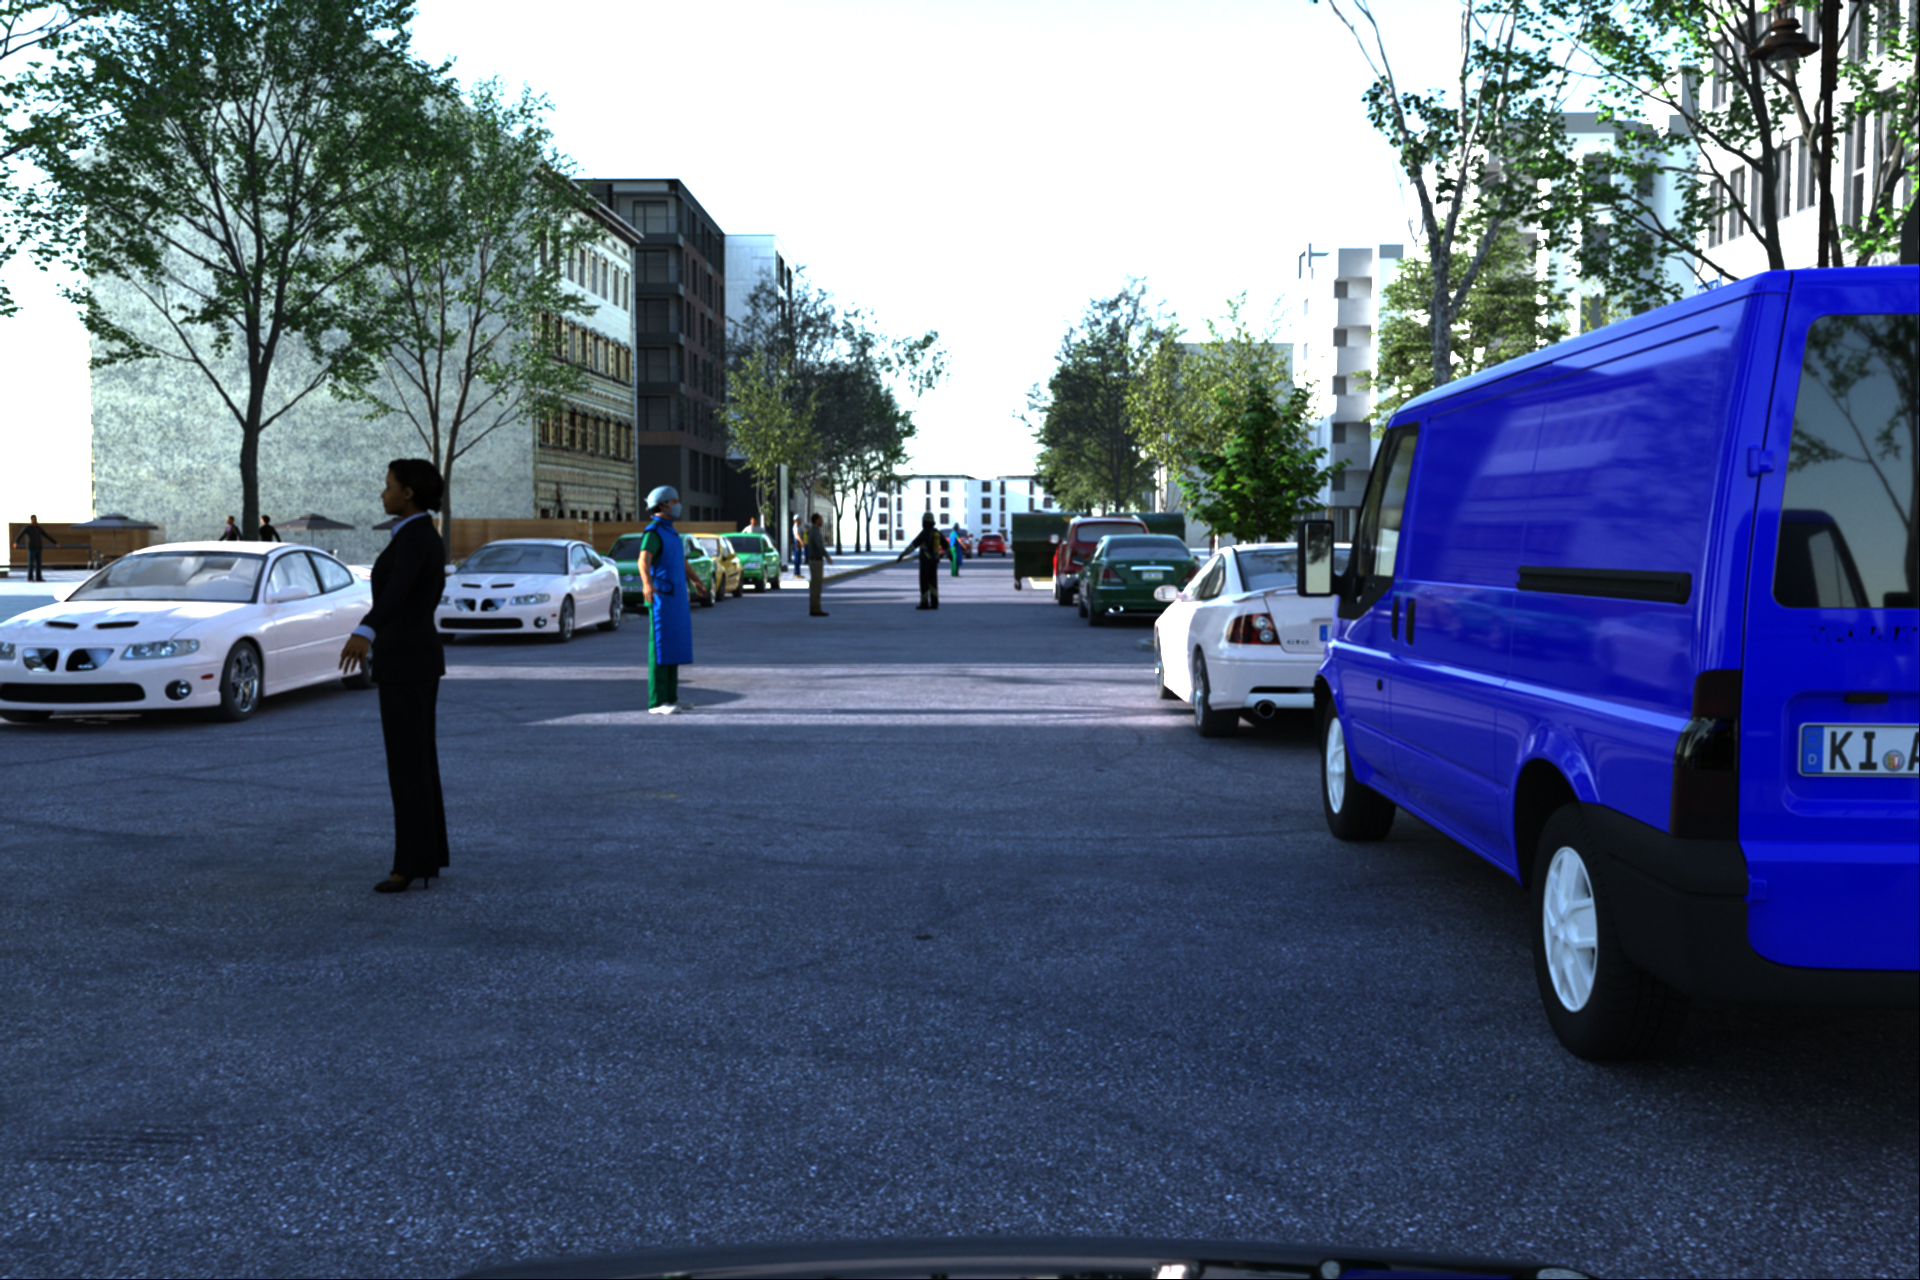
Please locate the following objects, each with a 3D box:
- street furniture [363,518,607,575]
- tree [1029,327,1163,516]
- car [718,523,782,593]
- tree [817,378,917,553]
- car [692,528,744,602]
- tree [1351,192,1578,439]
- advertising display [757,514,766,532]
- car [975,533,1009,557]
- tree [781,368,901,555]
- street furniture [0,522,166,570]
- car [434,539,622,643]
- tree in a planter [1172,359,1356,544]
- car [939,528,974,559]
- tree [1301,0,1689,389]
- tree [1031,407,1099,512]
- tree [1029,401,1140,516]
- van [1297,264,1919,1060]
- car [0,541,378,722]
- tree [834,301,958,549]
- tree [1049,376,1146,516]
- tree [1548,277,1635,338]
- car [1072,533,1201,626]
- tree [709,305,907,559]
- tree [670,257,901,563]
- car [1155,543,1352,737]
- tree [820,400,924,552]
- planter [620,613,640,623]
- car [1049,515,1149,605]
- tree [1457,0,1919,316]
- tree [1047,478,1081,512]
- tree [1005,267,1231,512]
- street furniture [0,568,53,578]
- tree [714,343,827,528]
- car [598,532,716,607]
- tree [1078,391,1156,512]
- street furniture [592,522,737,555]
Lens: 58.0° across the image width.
[{"bbox_3d":[-12.410,-2.664,50.414,11.010,1.723,9.812,-1,4,-8],"label":"street furniture"},{"bbox_3d":[7.558,-10.847,95.474,7.486,12.596,7.792,0,3,0],"label":"tree"},{"bbox_3d":[-5.594,-2.136,43.713,1.959,1.807,4.718,0,4,1],"label":"car"},{"bbox_3d":[-6.802,-11.624,115.809,9.928,11.665,9.643,0,3,0],"label":"tree"},{"bbox_3d":[-5.838,-1.700,38.026,2.015,1.641,3.980,0,4,2],"label":"car"},{"bbox_3d":[17.001,-8.577,58.357,7.486,12.596,7.792,0,3,0],"label":"tree"},{"bbox_3d":[-6.279,-3.030,54.753,0.123,1.923,0.974,0,4,3],"label":"advertising display"},{"bbox_3d":[2.041,-6.235,110.989,2.155,1.783,4.494,0,4,1],"label":"car"},{"bbox_3d":[-7.326,-10.965,105.026,9.928,11.665,9.643,0,3,0],"label":"tree"},{"bbox_3d":[-31.252,-3.575,65.300,9.812,1.723,11.010,-1,4,-18],"label":"street furniture"},{"bbox_3d":[-6.041,-0.732,24.335,2.083,1.381,4.827,0,4,2],"label":"car"},{"bbox_3d":[3.064,-1.254,17.718,1.991,3.239,1.994,0,4,1],"label":"tree in a planter"},{"bbox_3d":[-0.339,-5.649,101.041,2.281,1.827,5.304,0,4,2],"label":"car"},{"bbox_3d":[10.886,-10.852,33.322,12.611,20.169,13.585,0,3,0],"label":"tree"},{"bbox_3d":[9.214,-12.697,133.354,9.928,11.665,9.643,0,3,0],"label":"tree"},{"bbox_3d":[7.799,-10.625,108.137,7.601,10.594,8.767,0,4,-2],"label":"tree"},{"bbox_3d":[2.635,-0.120,6.351,2.240,2.365,5.245,0,4,1],"label":"van"},{"bbox_3d":[-6.352,-0.144,14.720,2.083,1.381,4.827,0,4,1],"label":"car"},{"bbox_3d":[-7.299,-17.591,143.496,12.611,20.169,13.585,0,3,0],"label":"tree"},{"bbox_3d":[9.354,-12.450,121.692,7.486,12.596,7.792,0,3,0],"label":"tree"},{"bbox_3d":[18.361,-6.017,48.735,4.737,8.622,4.395,0,3,0],"label":"tree"},{"bbox_3d":[2.931,-1.014,28.379,2.131,1.459,4.920,0,4,1],"label":"car"},{"bbox_3d":[-7.957,-10.984,89.956,12.009,13.543,11.850,0,3,0],"label":"tree"},{"bbox_3d":[-7.700,-10.213,77.352,12.009,13.543,11.850,0,3,0],"label":"tree"},{"bbox_3d":[2.624,-0.075,13.596,2.083,1.381,4.827,0,4,1],"label":"car"},{"bbox_3d":[-6.661,-12.327,127.298,9.928,11.665,9.643,0,3,0],"label":"tree"},{"bbox_3d":[-6.358,-0.453,28.541,1.991,0.319,1.994,0,4,2],"label":"planter"},{"bbox_3d":[3.019,-1.688,36.268,2.281,1.827,5.304,0,4,1],"label":"car"},{"bbox_3d":[9.257,-5.677,18.568,9.928,11.665,9.643,0,3,0],"label":"tree"},{"bbox_3d":[9.191,-11.824,143.691,4.737,8.622,4.395,0,3,0],"label":"tree"},{"bbox_3d":[7.305,-10.310,78.940,12.009,13.543,11.850,0,3,0],"label":"tree"},{"bbox_3d":[-32.750,-2.554,48.618,9.812,1.723,11.010,1,4,16],"label":"street furniture"},{"bbox_3d":[-7.483,-7.185,67.841,4.737,8.622,4.395,0,3,0],"label":"tree"},{"bbox_3d":[-5.769,-1.463,32.709,1.959,1.807,4.718,0,4,2],"label":"car"},{"bbox_3d":[7.972,-8.498,89.304,4.360,8.622,3.978,0,3,0],"label":"tree"},{"bbox_3d":[-12.163,-3.413,62.663,9.812,1.723,11.010,-1,4,-9],"label":"street furniture"}]
